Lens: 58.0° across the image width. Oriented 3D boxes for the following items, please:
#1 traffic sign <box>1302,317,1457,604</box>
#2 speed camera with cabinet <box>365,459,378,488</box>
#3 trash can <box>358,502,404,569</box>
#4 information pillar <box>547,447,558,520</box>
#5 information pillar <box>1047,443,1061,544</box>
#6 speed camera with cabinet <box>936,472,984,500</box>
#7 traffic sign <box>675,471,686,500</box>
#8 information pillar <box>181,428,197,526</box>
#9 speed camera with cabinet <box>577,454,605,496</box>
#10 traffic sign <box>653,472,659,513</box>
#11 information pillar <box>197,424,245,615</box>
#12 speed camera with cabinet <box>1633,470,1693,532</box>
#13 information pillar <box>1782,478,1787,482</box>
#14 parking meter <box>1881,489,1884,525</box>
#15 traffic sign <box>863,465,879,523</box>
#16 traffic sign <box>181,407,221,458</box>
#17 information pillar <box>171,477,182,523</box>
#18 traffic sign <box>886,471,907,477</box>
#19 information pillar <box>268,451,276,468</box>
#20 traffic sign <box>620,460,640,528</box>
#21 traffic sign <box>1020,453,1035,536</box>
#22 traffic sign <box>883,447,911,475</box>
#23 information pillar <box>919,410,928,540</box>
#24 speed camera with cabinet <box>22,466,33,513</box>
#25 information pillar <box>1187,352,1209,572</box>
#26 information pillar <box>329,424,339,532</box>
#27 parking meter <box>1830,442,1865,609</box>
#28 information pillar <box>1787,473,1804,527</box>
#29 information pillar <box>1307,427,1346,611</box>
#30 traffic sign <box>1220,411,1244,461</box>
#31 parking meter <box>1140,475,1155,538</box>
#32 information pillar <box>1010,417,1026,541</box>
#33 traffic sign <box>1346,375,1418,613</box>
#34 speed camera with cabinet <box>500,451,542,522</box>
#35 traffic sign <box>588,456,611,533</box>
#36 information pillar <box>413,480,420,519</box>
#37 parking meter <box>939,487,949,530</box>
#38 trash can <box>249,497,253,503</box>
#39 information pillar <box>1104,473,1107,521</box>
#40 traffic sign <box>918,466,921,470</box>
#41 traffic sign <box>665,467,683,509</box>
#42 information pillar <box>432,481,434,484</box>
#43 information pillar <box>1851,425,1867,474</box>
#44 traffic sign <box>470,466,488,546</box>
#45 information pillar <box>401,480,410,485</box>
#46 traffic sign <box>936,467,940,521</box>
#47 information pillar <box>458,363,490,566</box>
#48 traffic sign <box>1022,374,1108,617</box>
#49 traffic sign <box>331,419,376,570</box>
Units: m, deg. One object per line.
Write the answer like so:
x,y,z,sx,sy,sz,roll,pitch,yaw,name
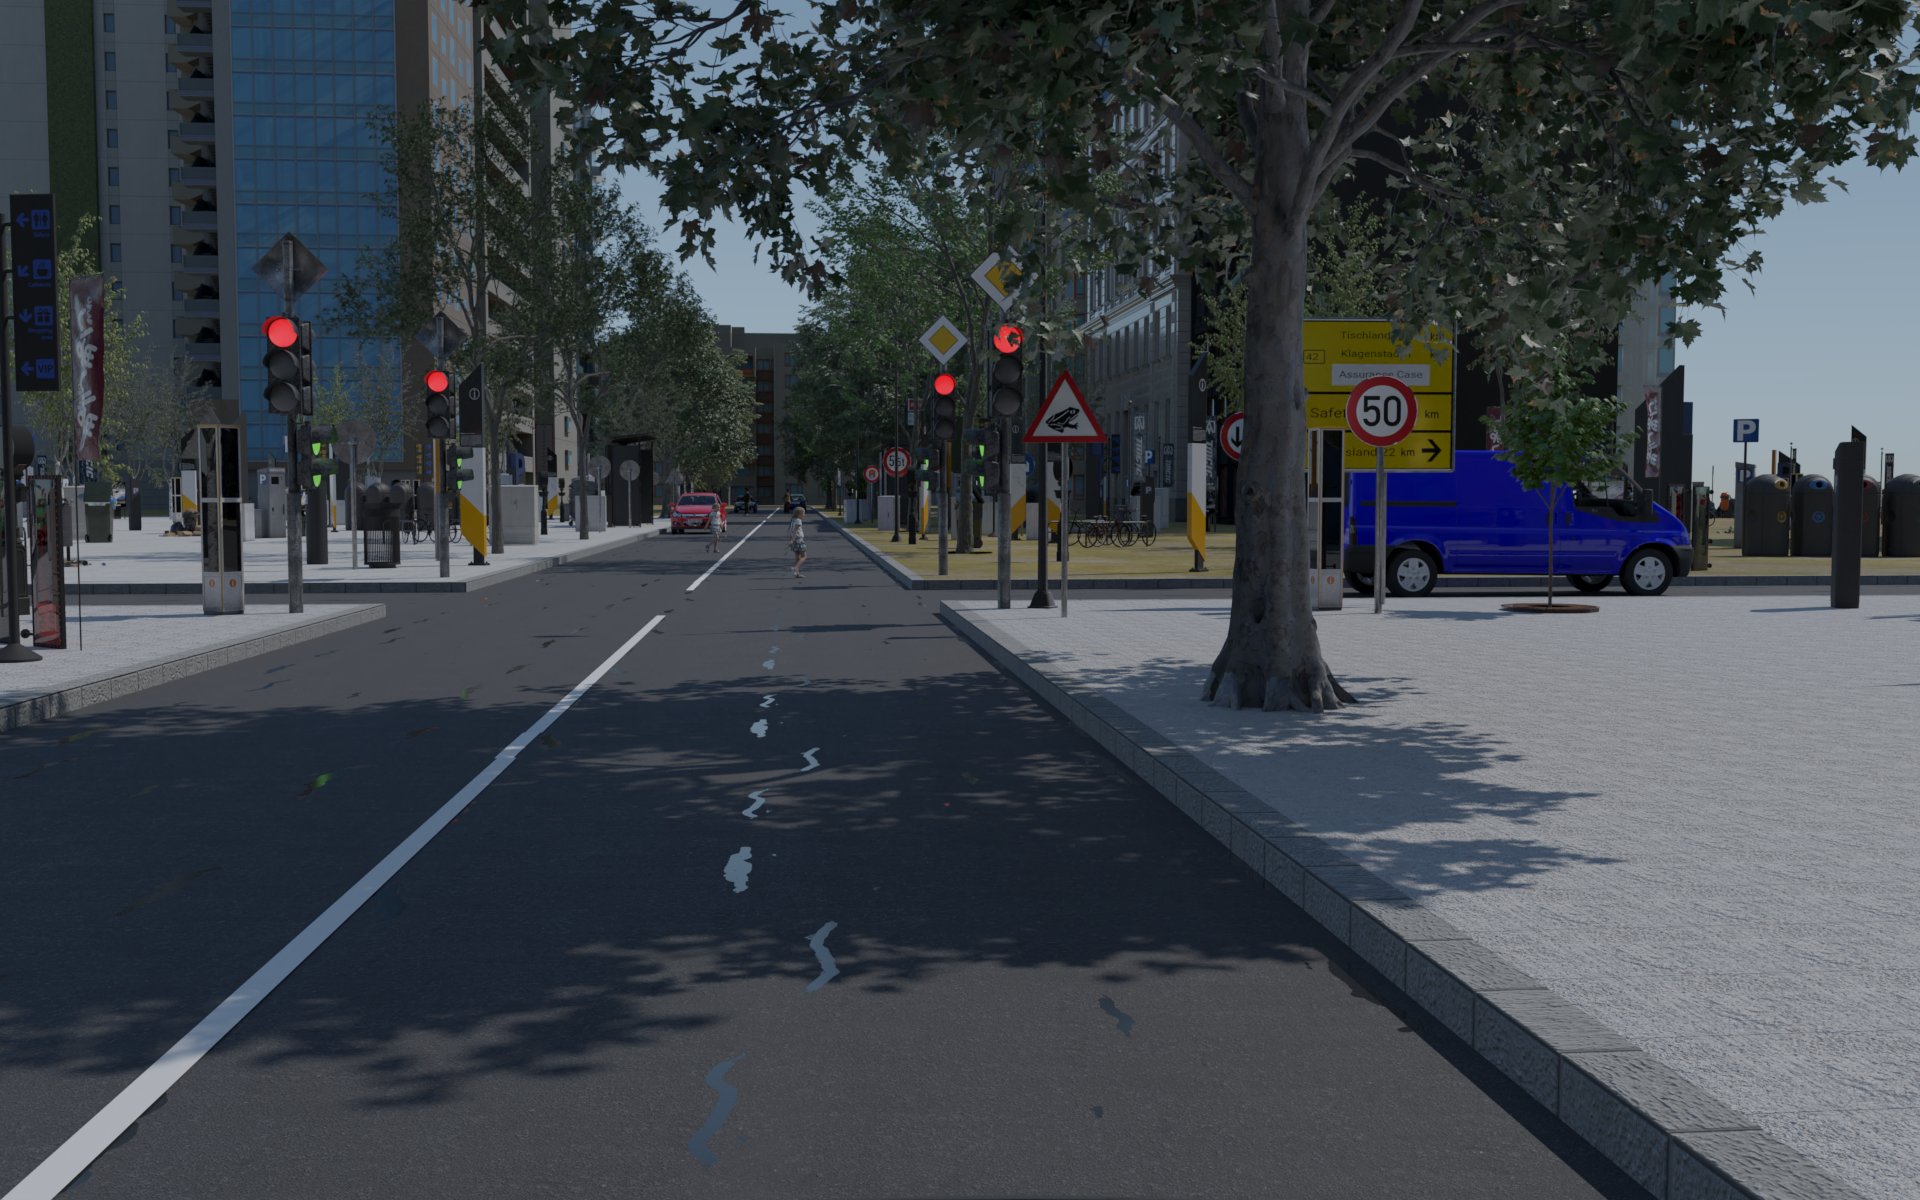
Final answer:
4.601,-1.601,20.046,2.265,3.308,0.079,0,4,-3,traffic sign
-29.533,-5.685,87.279,0.660,3.252,2.038,-2,4,-24,speed camera with cabinet
-10.017,-1.122,30.005,0.748,1.137,0.748,0,3,0,trash can
-20.172,-5.768,85.654,0.504,3.616,0.183,-1,4,-15,information pillar
2.380,-3.272,44.856,0.504,3.616,0.183,-1,4,-13,information pillar
0.019,-4.786,72.582,2.038,3.252,0.660,-2,4,-27,speed camera with cabinet
-13.909,-5.156,85.489,0.795,2.450,0.064,0,4,-1,traffic sign
-27.295,-4.281,61.349,0.504,3.616,0.183,0,4,-2,information pillar
-17.960,-5.561,85.266,0.660,3.252,2.038,2,4,28,speed camera with cabinet
-17.451,-6.008,98.338,0.768,2.556,0.104,0,4,-2,traffic sign
-7.857,-0.852,18.427,0.304,2.012,0.304,2,4,26,information pillar
24.109,-3.972,59.281,2.038,3.252,0.660,-1,4,-11,speed camera with cabinet
38.303,-4.647,80.475,0.304,2.012,0.304,2,4,28,information pillar
38.936,-3.939,72.808,0.372,1.533,0.369,0,3,0,parking meter
-3.901,-4.698,76.914,0.768,2.556,0.104,0,3,0,traffic sign
-11.205,-1.585,25.916,0.884,2.594,0.081,0,4,-3,traffic sign
-34.684,-4.416,76.697,0.304,2.012,0.304,3,5,39,information pillar
-1.908,-3.204,52.484,0.768,2.556,0.104,0,4,1,traffic sign
-37.605,-6.322,94.724,0.504,3.616,0.183,1,4,22,information pillar
-12.400,-3.970,65.021,0.768,2.556,0.104,0,4,3,traffic sign
1.891,-3.230,52.924,0.768,2.556,0.104,0,4,-5,traffic sign
-1.711,-2.870,47.034,0.768,2.556,0.104,0,4,-1,traffic sign
-1.000,-3.497,48.526,0.183,3.616,0.504,1,4,13,information pillar
-31.601,-3.854,57.341,2.038,3.252,0.660,2,4,26,speed camera with cabinet
3.893,-2.266,28.403,0.183,3.616,0.504,3,4,37,information pillar
-21.010,-4.077,58.020,0.183,3.616,0.504,-2,4,-32,information pillar
10.008,-0.846,19.538,0.255,1.863,0.399,1,4,19,parking meter
29.845,-3.505,61.805,0.304,2.012,0.304,-1,4,-16,information pillar
4.031,-0.893,19.099,0.304,2.012,0.304,-1,4,-14,information pillar
4.385,-1.632,26.787,0.768,2.556,0.104,0,4,-5,traffic sign
5.523,-2.773,51.042,0.399,1.863,0.255,-1,4,-13,parking meter
1.577,-3.447,47.709,0.504,3.616,0.183,-2,4,-31,information pillar
4.516,-1.133,18.629,0.768,2.556,0.104,0,4,2,traffic sign
-20.159,-5.188,79.162,2.038,3.252,0.660,-2,4,-26,speed camera with cabinet
-11.948,-3.503,57.381,0.768,2.556,0.104,0,4,4,traffic sign
-28.013,-5.189,89.331,0.304,2.012,0.304,-1,4,-10,information pillar
-0.565,-3.259,61.692,0.372,1.533,0.369,0,3,0,parking meter
-33.115,-4.189,80.145,0.748,1.137,0.748,0,3,0,trash can
6.764,-5.595,82.826,0.504,3.616,0.183,0,4,-2,information pillar
-1.523,-4.643,76.017,0.768,2.556,0.104,0,4,-5,traffic sign
-13.902,-5.147,84.164,0.884,2.594,0.081,0,4,-5,traffic sign
-29.006,-5.591,95.899,0.304,2.012,0.304,3,5,39,information pillar
30.284,-4.104,58.453,0.504,3.616,0.183,3,5,41,information pillar
-12.008,-2.597,42.470,0.884,2.594,0.081,0,4,-4,traffic sign
-28.897,-5.247,90.282,0.304,2.012,0.304,2,4,25,information pillar
-1.032,-5.027,82.188,0.884,2.594,0.081,0,4,1,traffic sign
-8.723,-2.427,31.043,0.504,3.616,0.183,1,4,16,information pillar
1.084,-1.097,17.948,0.884,2.594,0.081,0,4,2,traffic sign
-10.275,-1.788,29.343,0.768,2.556,0.104,0,4,1,traffic sign
